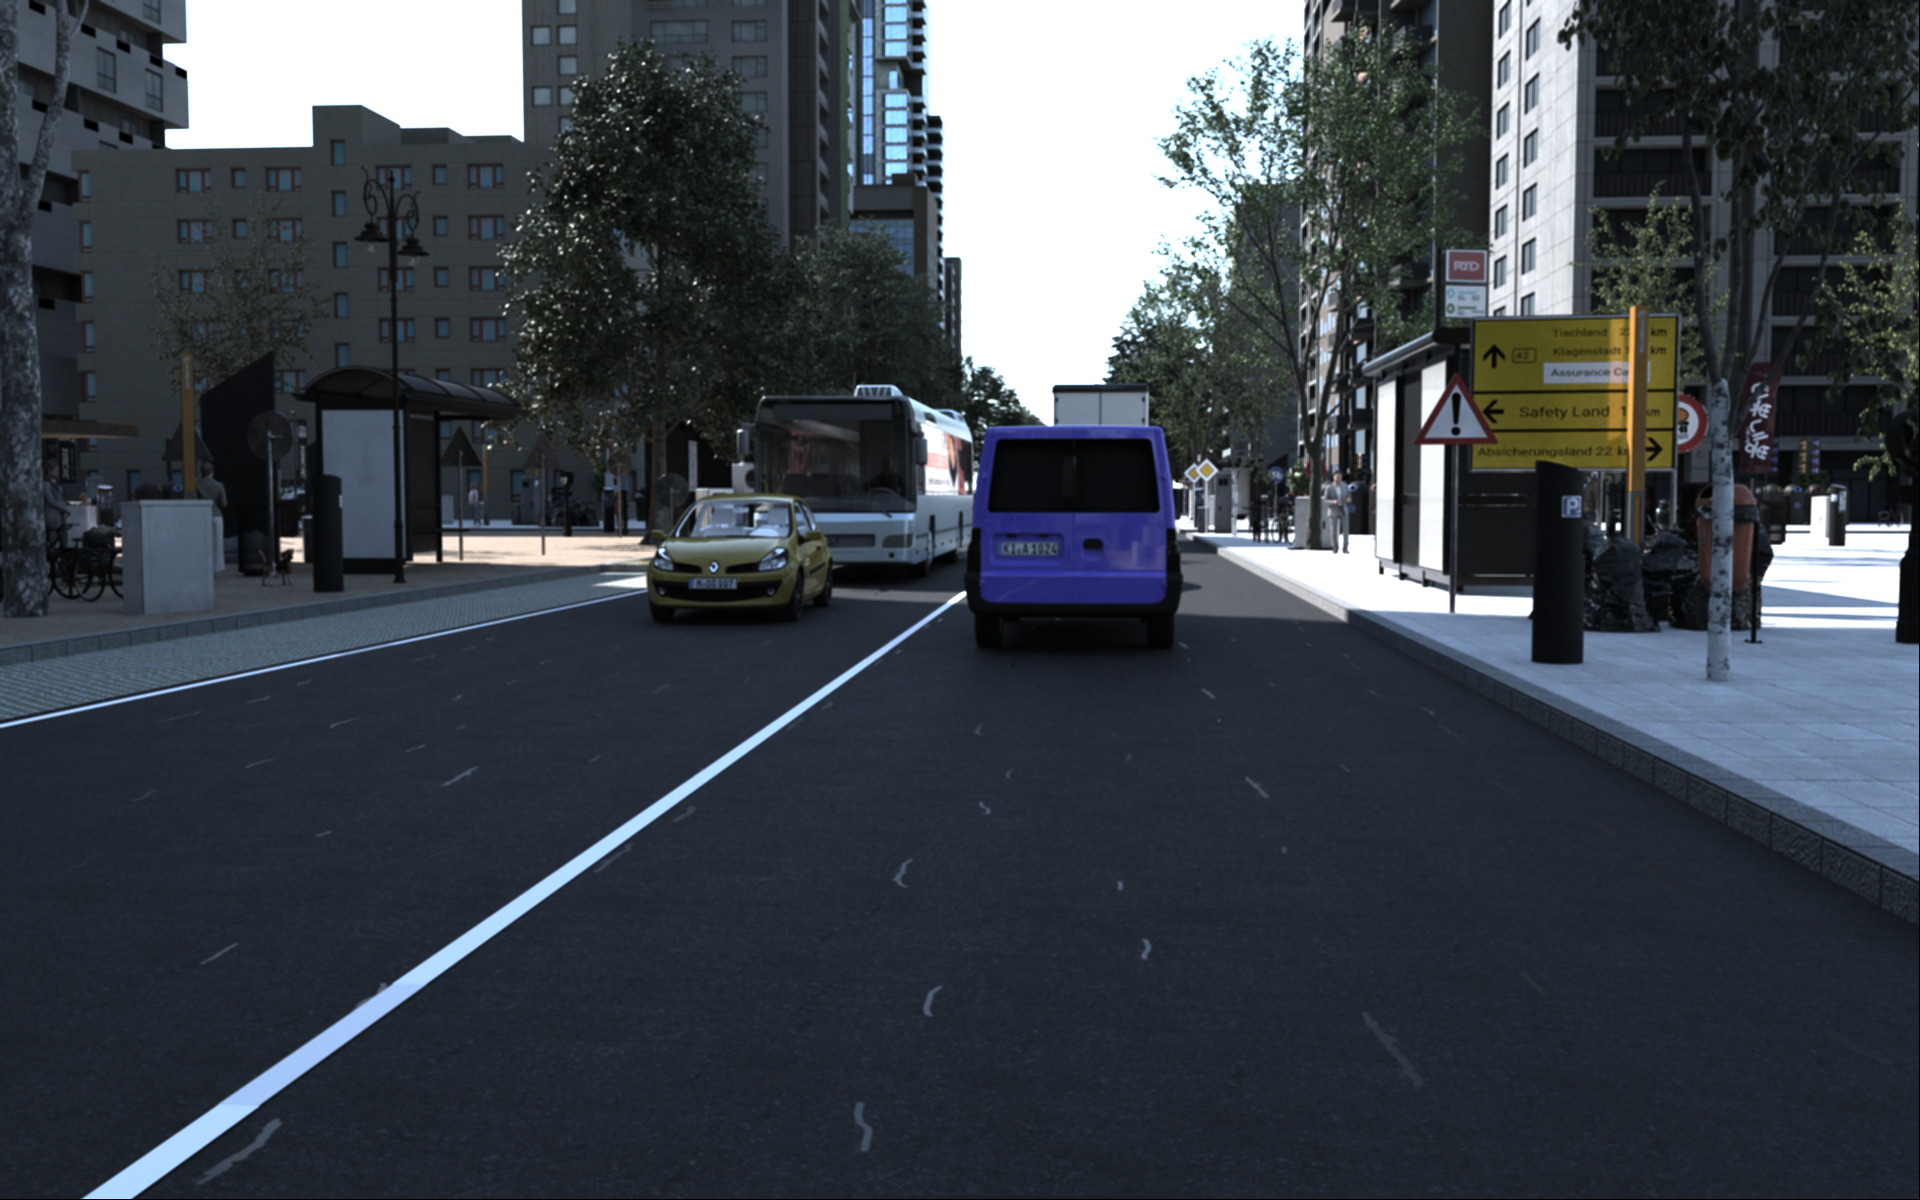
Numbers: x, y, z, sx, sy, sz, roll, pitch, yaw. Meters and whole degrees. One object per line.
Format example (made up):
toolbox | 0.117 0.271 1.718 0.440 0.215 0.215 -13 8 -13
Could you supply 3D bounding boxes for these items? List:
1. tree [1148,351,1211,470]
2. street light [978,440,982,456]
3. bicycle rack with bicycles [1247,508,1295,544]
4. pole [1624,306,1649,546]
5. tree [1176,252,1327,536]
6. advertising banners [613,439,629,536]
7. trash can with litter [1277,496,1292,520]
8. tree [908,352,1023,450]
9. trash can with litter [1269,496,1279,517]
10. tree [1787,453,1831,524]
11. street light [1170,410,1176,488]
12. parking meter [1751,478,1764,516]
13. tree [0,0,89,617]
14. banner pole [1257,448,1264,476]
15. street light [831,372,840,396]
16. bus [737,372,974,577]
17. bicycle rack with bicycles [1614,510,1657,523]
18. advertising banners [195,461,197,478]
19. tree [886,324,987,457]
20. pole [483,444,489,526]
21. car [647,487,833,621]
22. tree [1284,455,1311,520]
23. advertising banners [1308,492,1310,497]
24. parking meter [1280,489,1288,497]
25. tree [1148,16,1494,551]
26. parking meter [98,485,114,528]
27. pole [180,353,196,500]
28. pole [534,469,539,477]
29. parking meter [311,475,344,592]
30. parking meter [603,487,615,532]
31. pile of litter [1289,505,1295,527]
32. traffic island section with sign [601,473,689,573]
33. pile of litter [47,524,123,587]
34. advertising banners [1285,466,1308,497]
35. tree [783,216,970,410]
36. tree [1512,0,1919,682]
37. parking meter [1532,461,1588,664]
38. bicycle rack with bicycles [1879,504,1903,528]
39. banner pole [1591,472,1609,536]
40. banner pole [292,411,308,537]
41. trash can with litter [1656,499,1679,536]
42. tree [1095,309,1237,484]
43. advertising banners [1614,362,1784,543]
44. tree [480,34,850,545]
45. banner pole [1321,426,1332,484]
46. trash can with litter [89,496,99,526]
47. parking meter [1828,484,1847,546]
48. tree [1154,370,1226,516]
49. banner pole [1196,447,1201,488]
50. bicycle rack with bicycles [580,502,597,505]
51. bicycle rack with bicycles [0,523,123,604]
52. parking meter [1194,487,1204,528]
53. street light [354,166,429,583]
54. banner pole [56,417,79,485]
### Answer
tree | 15.826 -13.049 131.484 7.486 12.596 7.792 0 3 0
street light | 1.672 -10.339 141.825 0.468 5.910 1.993 0 4 5
bicycle rack with bicycles | 8.796 -1.955 45.338 2.852 0.926 2.925 1 4 9
pole | 7.368 -1.531 18.878 0.158 3.312 0.155 0 3 0
tree | 8.569 -6.244 52.456 4.360 8.622 3.978 0 3 0
advertising banners | -10.518 -3.513 53.619 0.090 3.025 2.074 0 4 1
trash can with litter | 15.330 -4.314 81.924 0.624 1.170 1.055 1 4 18
tree | -0.533 -12.003 122.008 9.928 11.665 9.643 0 3 0
trash can with litter | 17.635 -5.228 96.528 1.678 1.210 2.233 0 4 -2
tree | 36.747 -4.933 75.253 1.663 3.219 1.824 0 3 0
street light | 11.709 -7.493 95.293 0.468 5.910 1.993 0 4 5
parking meter | 29.501 -3.572 64.116 0.399 1.863 0.255 0 4 2
tree | -10.759 -9.821 16.457 12.611 20.169 13.585 0 3 0
banner pole | 16.299 -6.360 94.002 0.401 3.779 0.863 3 5 40
street light | -4.663 -5.662 65.369 0.468 5.910 1.993 0 4 5
bus | -1.520 -2.315 32.710 2.948 3.499 13.247 0 4 5
bicycle rack with bicycles | 28.760 -3.652 73.099 2.852 0.926 2.925 -1 4 -23
advertising banners | -37.408 -5.301 82.860 2.074 3.025 0.090 0 4 7
tree | -1.827 -9.818 94.938 7.601 10.594 8.767 0 4 6
pole | -19.336 -4.698 70.656 0.158 3.312 0.155 0 3 0
car | -2.578 -0.646 20.793 2.015 1.641 3.980 0 4 3
tree | 16.849 -5.612 86.359 1.663 3.219 1.824 0 3 0
advertising banners | 23.304 -7.311 115.729 0.090 3.025 2.074 -2 4 -28
parking meter | 15.794 -4.647 84.386 0.372 1.533 0.369 0 3 0
tree | 8.012 -6.935 39.140 9.928 11.665 9.643 0 3 0
parking meter | -23.486 -2.398 47.621 0.372 1.533 0.369 0 3 0
pole | -11.224 -1.919 25.214 0.158 3.312 0.155 0 3 0
pole | -19.939 -5.365 81.567 0.158 3.312 0.155 0 3 0
parking meter | -8.299 -0.875 22.725 0.372 1.533 0.369 0 3 0
parking meter | -11.749 -3.031 57.962 0.372 1.533 0.369 0 3 0
pile of litter | 13.463 -3.319 68.234 1.176 0.858 1.719 0 4 -7
traffic island section with sign | -5.455 -1.447 32.282 1.989 1.847 2.006 0 4 5
pile of litter | -12.109 -0.635 24.354 1.719 0.858 1.176 0 4 -1
advertising banners | 21.040 -6.902 109.028 0.090 3.025 2.074 -2 4 -25
tree | -4.230 -10.568 79.437 9.857 13.997 8.962 0 3 0
tree | 5.283 -3.735 11.429 4.360 8.622 3.978 0 3 0
parking meter | 4.564 -0.292 13.189 0.372 1.533 0.369 0 3 0
bicycle rack with bicycles | 35.964 -3.171 65.224 2.852 0.926 2.925 3 4 39
banner pole | 19.572 -3.850 52.969 0.863 3.779 0.401 1 4 9
banner pole | -20.033 -3.826 52.566 0.401 3.779 0.863 1 4 15
trash can with litter | 16.026 -1.659 38.508 1.055 1.170 0.624 0 4 3
tree | 14.063 -12.900 117.567 9.857 13.997 8.962 0 3 0
advertising banners | 9.957 -1.665 23.412 2.074 3.025 0.090 2 4 27
tree | -7.498 -7.734 43.461 9.611 12.733 9.660 0 3 0
banner pole | 13.313 -4.483 63.317 0.863 3.779 0.401 -1 4 -14
trash can with litter | -35.578 -3.622 70.274 2.233 1.210 1.678 0 4 6
parking meter | 21.548 -2.086 42.515 0.372 1.533 0.369 0 3 0
tree | 13.355 -9.221 101.124 4.737 8.622 4.395 0 3 0
banner pole | 12.571 -6.210 91.556 0.401 3.779 0.863 -1 4 -12
bicycle rack with bicycles | -16.556 -4.029 79.264 2.852 0.926 2.925 0 4 -1
bicycle rack with bicycles | -10.946 -0.438 20.546 2.925 0.926 2.852 3 4 37
parking meter | 9.059 -3.509 65.780 0.372 1.533 0.369 0 3 0
street light | -8.104 -3.185 24.868 0.468 5.910 1.993 0 4 5
banner pole | -29.888 -4.146 57.801 0.863 3.779 0.401 -1 4 -19
